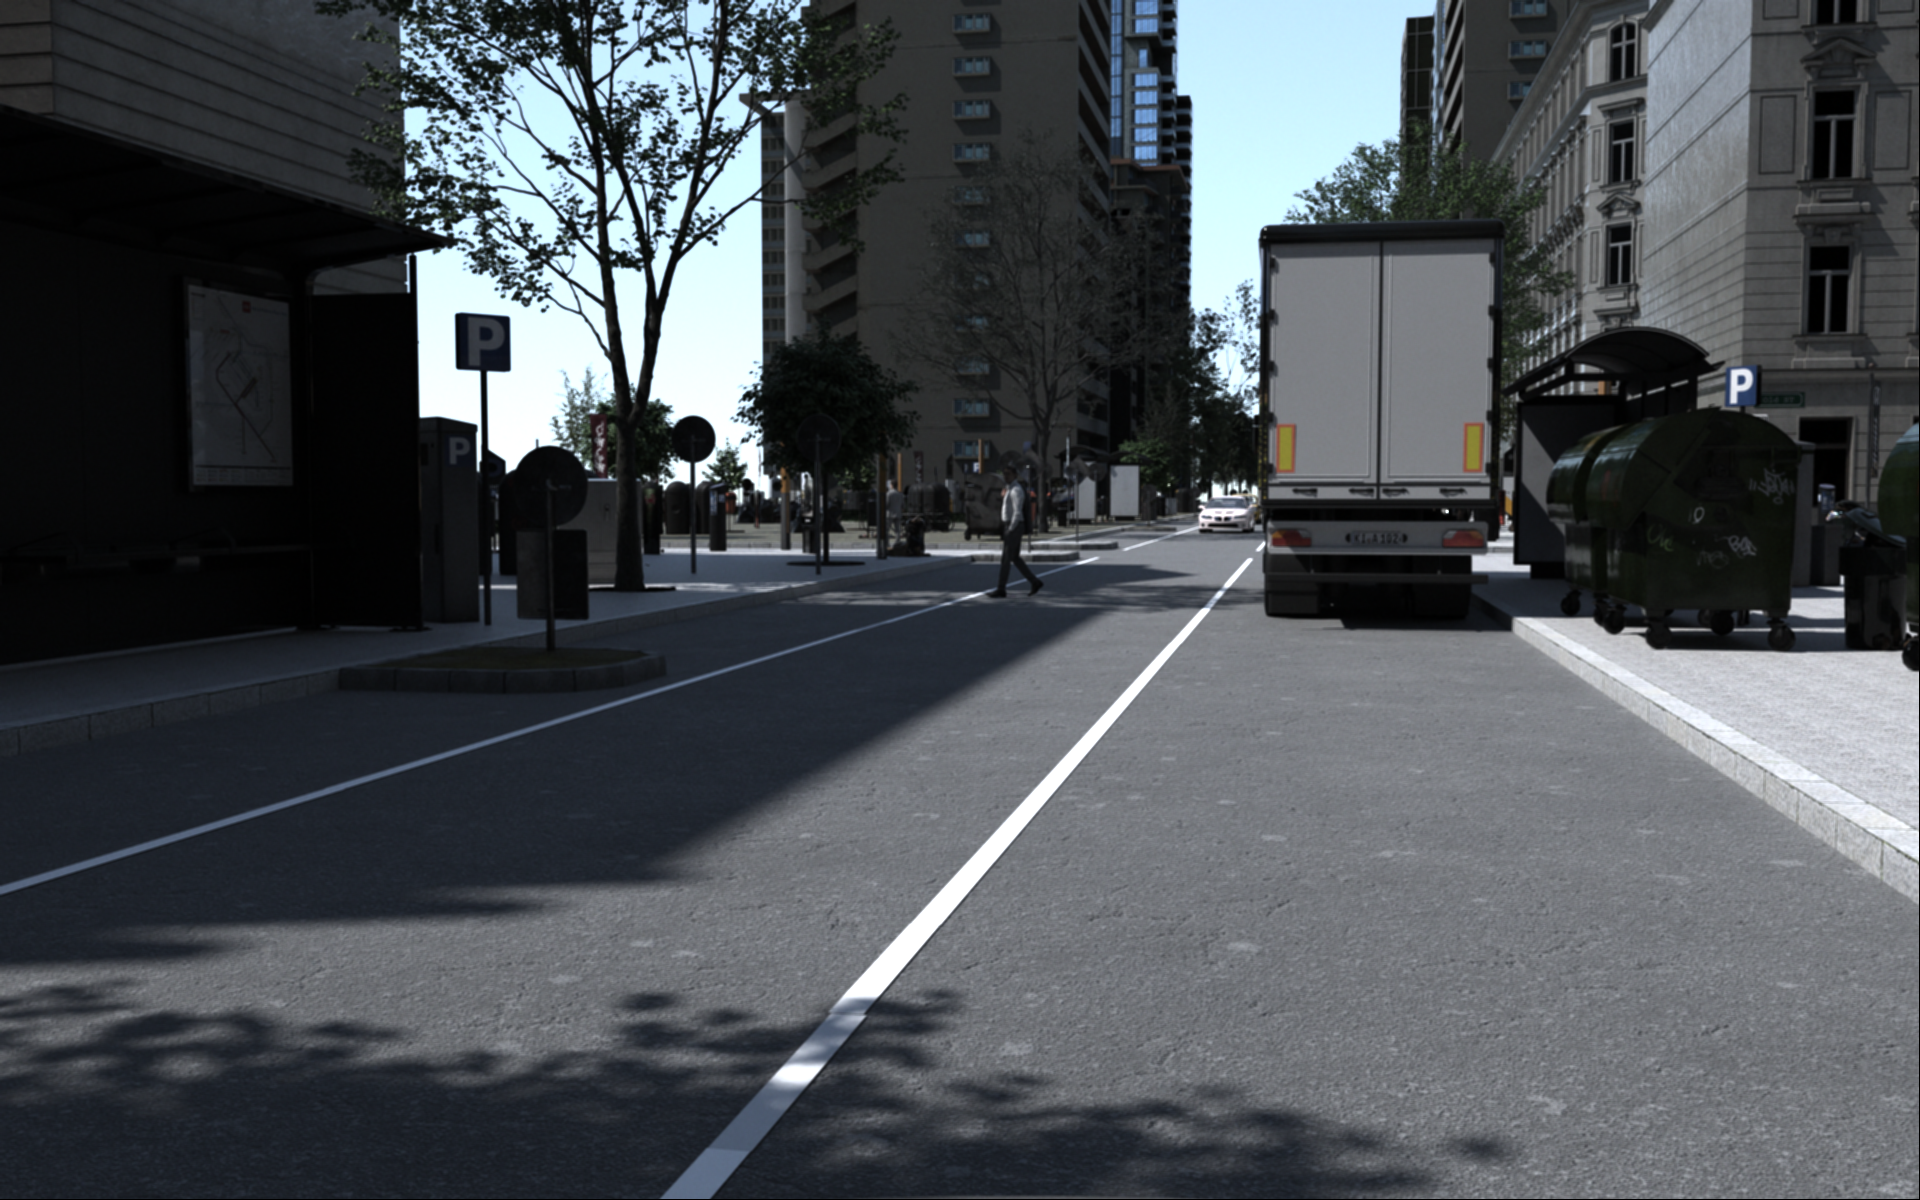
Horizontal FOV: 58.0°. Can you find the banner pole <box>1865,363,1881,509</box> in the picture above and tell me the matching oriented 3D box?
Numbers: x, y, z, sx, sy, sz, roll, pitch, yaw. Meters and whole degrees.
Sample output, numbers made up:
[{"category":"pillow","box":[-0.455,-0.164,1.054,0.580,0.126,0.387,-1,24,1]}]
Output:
[{"category":"banner pole","box":[17.563,-2.650,33.339,0.401,3.779,0.863,3,5,43]}]

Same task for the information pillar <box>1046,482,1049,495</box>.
[{"category":"information pillar","box":[5.227,-6.167,105.319,0.304,2.012,0.304,-1,4,-10]}]

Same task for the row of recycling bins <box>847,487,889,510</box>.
[{"category":"row of recycling bins","box":[-5.278,-6.050,106.034,1.069,1.692,3.534,2,4,33]}]

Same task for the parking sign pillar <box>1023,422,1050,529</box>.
[{"category":"parking sign pillar","box":[2.625,-4.619,63.995,1.447,3.967,1.447,0,4,8]}]

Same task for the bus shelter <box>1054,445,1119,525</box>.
[{"category":"bus shelter","box":[5.390,-4.905,74.118,2.014,3.302,5.546,1,4,11]}]

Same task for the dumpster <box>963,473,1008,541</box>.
[{"category":"dumpster","box":[0.830,-2.595,48.189,1.264,1.857,1.865,1,4,11]}]

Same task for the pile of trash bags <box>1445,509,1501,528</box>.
[{"category":"pile of trash bags","box":[19.888,-3.378,64.976,3.447,1.369,1.912,1,4,21]}]

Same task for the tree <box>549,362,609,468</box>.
[{"category":"tree","box":[-21.310,-8.993,97.393,4.737,8.622,4.395,0,3,0]}]

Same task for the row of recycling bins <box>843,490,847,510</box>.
[{"category":"row of recycling bins","box":[-6.747,-6.328,110.575,1.069,1.692,3.534,-1,4,-15]}]

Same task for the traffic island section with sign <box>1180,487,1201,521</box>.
[{"category":"traffic island section with sign","box":[12.891,-5.253,94.518,1.989,1.847,2.006,1,4,11]}]

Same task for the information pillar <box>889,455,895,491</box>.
[{"category":"information pillar","box":[-3.968,-6.719,101.211,0.183,3.616,0.504,2,4,35]}]

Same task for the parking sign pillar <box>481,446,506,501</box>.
[{"category":"parking sign pillar","box":[-25.359,-6.467,94.215,1.447,3.967,1.447,-1,4,-14]}]

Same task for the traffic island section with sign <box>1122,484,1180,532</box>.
[{"category":"traffic island section with sign","box":[7.340,-3.565,66.917,1.989,1.847,2.006,1,4,11]}]

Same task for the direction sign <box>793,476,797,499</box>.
[{"category":"direction sign","box":[-9.743,-6.749,102.337,0.379,3.537,0.876,-1,4,-16]}]

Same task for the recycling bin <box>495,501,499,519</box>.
[{"category":"recycling bin","box":[-16.826,-3.011,61.790,0.722,1.027,0.722,3,5,43]}]

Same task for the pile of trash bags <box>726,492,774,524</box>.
[{"category":"pile of trash bags","box":[-9.014,-4.030,75.638,1.912,1.369,3.447,3,4,37]}]

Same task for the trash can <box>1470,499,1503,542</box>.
[{"category":"trash can","box":[14.323,-2.161,46.992,0.748,1.137,0.748,0,3,0]}]

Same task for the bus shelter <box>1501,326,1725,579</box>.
[{"category":"bus shelter","box":[8.703,-1.820,23.674,2.014,3.302,5.546,1,4,11]}]

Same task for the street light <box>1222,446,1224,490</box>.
[{"category":"street light","box":[25.060,-11.750,164.907,0.468,5.910,1.993,1,4,11]}]

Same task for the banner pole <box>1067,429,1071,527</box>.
[{"category":"banner pole","box":[4.179,-4.694,66.762,0.401,3.779,0.863,0,4,-5]}]

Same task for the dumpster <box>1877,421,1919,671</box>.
[{"category":"dumpster","box":[7.279,-0.560,11.645,1.502,2.255,1.985,1,4,11]}]

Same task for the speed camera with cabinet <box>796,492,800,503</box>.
[{"category":"speed camera with cabinet","box":[-10.344,-7.537,117.559,0.660,3.252,2.038,2,4,26]}]

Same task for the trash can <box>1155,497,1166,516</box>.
[{"category":"trash can","box":[11.587,-5.403,99.986,0.748,1.137,0.748,0,3,0]}]

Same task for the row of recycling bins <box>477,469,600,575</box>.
[{"category":"row of recycling bins","box":[-7.441,-1.252,27.585,3.534,1.692,1.069,-1,4,-13]}]

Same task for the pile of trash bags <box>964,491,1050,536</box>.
[{"category":"pile of trash bags","box":[1.524,-2.690,53.734,1.912,1.369,3.447,-2,4,-24]}]

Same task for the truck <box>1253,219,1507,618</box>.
[{"category":"truck","box":[5.327,-2.107,23.371,2.839,4.237,11.283,1,4,10]}]

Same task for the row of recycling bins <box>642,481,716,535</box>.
[{"category":"row of recycling bins","box":[-9.379,-2.937,55.130,3.534,1.692,1.069,0,4,2]}]

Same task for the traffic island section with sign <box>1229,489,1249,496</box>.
[{"category":"traffic island section with sign","box":[22.738,-8.253,143.567,1.989,1.847,2.006,1,4,11]}]

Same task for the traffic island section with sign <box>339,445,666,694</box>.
[{"category":"traffic island section with sign","box":[-3.391,-0.293,13.424,1.989,1.847,2.006,1,4,11]}]

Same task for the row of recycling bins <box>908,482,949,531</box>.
[{"category":"row of recycling bins","box":[-1.183,-3.347,61.836,1.069,1.692,3.534,-1,4,-13]}]

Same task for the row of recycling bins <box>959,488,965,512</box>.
[{"category":"row of recycling bins","box":[1.047,-6.733,117.191,3.534,1.692,1.069,-2,4,-28]}]

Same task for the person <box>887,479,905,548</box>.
[{"category":"person","box":[-1.713,-2.125,43.444,0.606,1.804,0.583,-3,5,-40]}]

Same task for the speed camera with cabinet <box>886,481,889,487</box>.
[{"category":"speed camera with cabinet","box":[-4.725,-7.723,120.600,0.660,3.252,2.038,1,4,18]}]

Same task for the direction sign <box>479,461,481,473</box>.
[{"category":"direction sign","box":[-33.070,-7.822,119.881,0.379,3.537,0.876,0,4,7]}]

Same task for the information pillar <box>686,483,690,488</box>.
[{"category":"information pillar","box":[-18.476,-6.953,118.179,0.304,2.012,0.304,1,4,13]}]

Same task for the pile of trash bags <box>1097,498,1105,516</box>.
[{"category":"pile of trash bags","box":[6.829,-5.701,102.970,3.447,1.369,1.912,-1,4,-11]}]

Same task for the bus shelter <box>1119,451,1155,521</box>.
[{"category":"bus shelter","box":[8.150,-5.481,83.530,2.014,3.302,5.546,1,4,11]}]

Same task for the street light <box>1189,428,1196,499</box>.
[{"category":"street light","box":[16.343,-9.098,121.538,0.468,5.910,1.993,1,4,11]}]

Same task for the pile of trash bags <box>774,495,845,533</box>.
[{"category":"pile of trash bags","box":[-5.042,-2.989,58.621,1.912,1.369,3.447,-1,4,-13]}]

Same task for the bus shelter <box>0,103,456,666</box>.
[{"category":"bus shelter","box":[-6.095,-1.343,13.236,1.731,3.624,6.357,1,4,11]}]

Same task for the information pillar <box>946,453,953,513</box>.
[{"category":"information pillar","box":[-0.592,-6.525,98.034,0.183,3.616,0.504,3,5,42]}]

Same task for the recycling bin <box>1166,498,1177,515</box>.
[{"category":"recycling bin","box":[13.015,-5.809,107.533,0.722,1.027,0.722,-1,4,-10]}]

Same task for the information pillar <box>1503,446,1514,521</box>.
[{"category":"information pillar","box":[26.435,-5.630,83.411,0.504,3.616,0.183,1,4,17]}]

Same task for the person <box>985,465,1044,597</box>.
[{"category":"person","box":[0.752,-0.951,24.156,0.850,1.850,0.679,-1,4,-9]}]

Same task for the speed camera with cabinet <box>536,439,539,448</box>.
[{"category":"speed camera with cabinet","box":[-14.432,-4.150,62.189,2.038,3.252,0.660,0,4,-2]}]

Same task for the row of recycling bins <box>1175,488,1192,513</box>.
[{"category":"row of recycling bins","box":[15.303,-6.805,118.378,1.069,1.692,3.534,0,4,2]}]

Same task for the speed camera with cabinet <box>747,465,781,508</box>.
[{"category":"speed camera with cabinet","box":[-11.143,-6.376,98.588,2.038,3.252,0.660,-1,4,-20]}]

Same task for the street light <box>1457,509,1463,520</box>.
[{"category":"street light","box":[10.303,-3.839,35.549,0.468,5.910,1.993,1,4,11]}]
